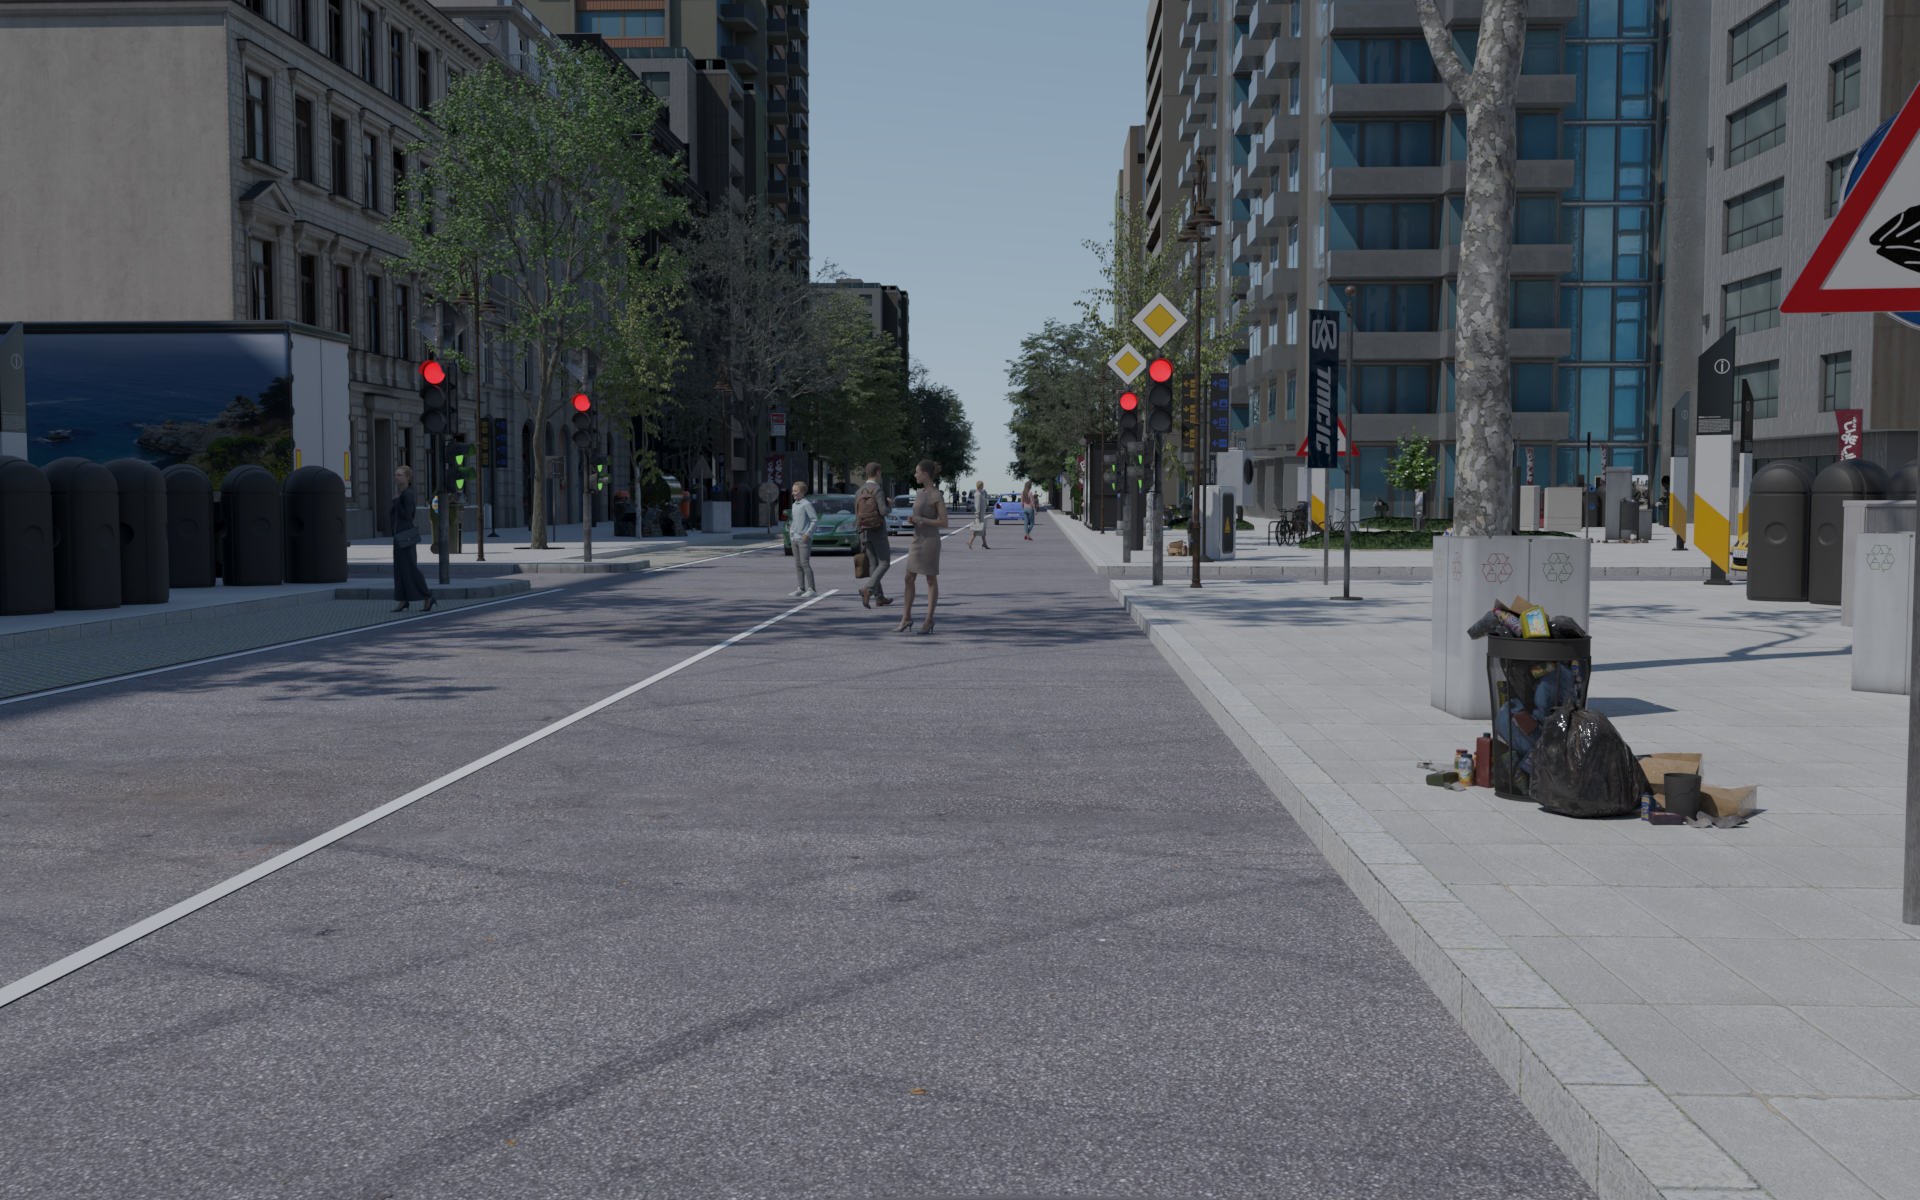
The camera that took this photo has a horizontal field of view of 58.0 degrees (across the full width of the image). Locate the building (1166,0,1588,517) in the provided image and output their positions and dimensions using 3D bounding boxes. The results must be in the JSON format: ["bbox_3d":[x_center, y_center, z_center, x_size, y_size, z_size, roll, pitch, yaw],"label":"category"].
[{"bbox_3d":[27.345,-30.787,122.984,23.786,49.044,30.456,0,4,2],"label":"building"}]

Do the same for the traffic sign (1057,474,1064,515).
[{"bbox_3d":[6.283,-6.448,105.525,0.768,2.556,0.104,1,4,11],"label":"traffic sign"}]

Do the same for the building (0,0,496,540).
[{"bbox_3d":[-21.605,-11.365,50.441,10.561,19.102,19.286,0,4,2],"label":"building"}]

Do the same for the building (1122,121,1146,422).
[{"bbox_3d":[26.611,-33.995,205.934,14.600,45.320,14.200,0,4,2],"label":"building"}]

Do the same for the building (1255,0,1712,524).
[{"bbox_3d":[25.811,-28.555,86.477,23.786,49.044,30.456,0,4,2],"label":"building"}]

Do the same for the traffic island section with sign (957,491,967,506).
[{"bbox_3d":[0.607,-12.610,214.799,1.989,1.847,2.006,0,4,2],"label":"traffic island section with sign"}]

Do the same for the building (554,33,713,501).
[{"bbox_3d":[-20.762,-16.035,91.850,12.332,23.373,15.834,0,4,2],"label":"building"}]

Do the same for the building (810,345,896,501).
[{"bbox_3d":[-22.959,-22.643,215.254,27.650,21.520,28.899,0,4,2],"label":"building"}]

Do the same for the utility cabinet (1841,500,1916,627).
[{"bbox_3d":[9.087,-0.346,16.825,1.020,1.237,0.306,-1,4,-17],"label":"utility cabinet"}]

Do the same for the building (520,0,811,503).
[{"bbox_3d":[-23.822,-29.507,137.069,22.147,44.769,28.867,0,4,2],"label":"building"}]

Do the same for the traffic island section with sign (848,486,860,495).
[{"bbox_3d":[-4.978,-4.495,82.127,1.989,1.847,2.006,0,4,2],"label":"traffic island section with sign"}]

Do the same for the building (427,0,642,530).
[{"bbox_3d":[-22.312,-14.082,72.035,13.314,21.916,24.055,0,4,2],"label":"building"}]

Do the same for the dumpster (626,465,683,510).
[{"bbox_3d":[-10.045,-3.330,56.943,1.502,2.255,1.985,0,4,2],"label":"dumpster"}]

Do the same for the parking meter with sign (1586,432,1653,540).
[{"bbox_3d":[18.365,-3.178,48.220,1.738,3.016,0.543,1,4,22],"label":"parking meter with sign"}]

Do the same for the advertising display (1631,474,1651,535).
[{"bbox_3d":[21.361,-3.036,54.856,0.123,1.923,0.974,-3,5,-43],"label":"advertising display"}]

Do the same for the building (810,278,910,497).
[{"bbox_3d":[-14.390,-28.434,236.589,14.160,30.474,14.107,0,4,2],"label":"building"}]

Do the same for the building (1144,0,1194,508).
[{"bbox_3d":[27.258,-32.129,149.005,21.300,48.544,21.600,0,4,2],"label":"building"}]

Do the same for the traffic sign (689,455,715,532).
[{"bbox_3d":[-8.637,-3.544,57.952,0.884,2.594,0.081,0,4,8],"label":"traffic sign"}]

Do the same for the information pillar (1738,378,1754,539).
[{"bbox_3d":[15.973,-2.683,35.215,0.183,3.616,0.504,3,5,43],"label":"information pillar"}]

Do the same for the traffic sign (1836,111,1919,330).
[{"bbox_3d":[3.186,-0.336,5.598,0.768,2.556,0.104,0,4,5],"label":"traffic sign"}]

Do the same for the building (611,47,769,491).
[{"bbox_3d":[-20.906,-21.053,115.917,14.160,30.474,14.107,0,4,2],"label":"building"}]

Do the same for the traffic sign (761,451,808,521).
[{"bbox_3d":[-8.343,-5.407,82.283,2.265,3.308,0.079,1,4,9],"label":"traffic sign"}]

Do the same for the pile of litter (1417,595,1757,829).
[{"bbox_3d":[2.656,0.399,7.444,1.176,0.858,1.719,0,4,-5],"label":"pile of litter"}]

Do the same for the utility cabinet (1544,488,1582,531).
[{"bbox_3d":[20.385,-3.051,58.559,1.173,1.500,0.318,0,4,-3],"label":"utility cabinet"}]

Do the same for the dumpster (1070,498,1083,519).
[{"bbox_3d":[6.286,-5.101,89.165,1.264,1.857,1.865,0,4,2],"label":"dumpster"}]

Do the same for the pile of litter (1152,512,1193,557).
[{"bbox_3d":[4.801,-1.348,36.013,1.719,0.858,1.176,0,4,2],"label":"pile of litter"}]

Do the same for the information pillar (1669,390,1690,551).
[{"bbox_3d":[16.239,-2.919,39.080,0.504,3.616,0.183,-2,4,-28],"label":"information pillar"}]

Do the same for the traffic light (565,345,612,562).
[{"bbox_3d":[-7.010,-2.671,32.594,0.839,4.253,0.868,0,4,2],"label":"traffic light"}]

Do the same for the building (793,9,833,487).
[{"bbox_3d":[-22.588,-44.200,160.926,20.563,71.187,20.611,0,4,2],"label":"building"}]

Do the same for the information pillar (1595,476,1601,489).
[{"bbox_3d":[26.253,-4.078,71.169,0.304,2.012,0.304,2,4,31],"label":"information pillar"}]

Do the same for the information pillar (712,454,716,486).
[{"bbox_3d":[-14.443,-6.750,101.717,0.183,3.616,0.504,-2,4,-33],"label":"information pillar"}]

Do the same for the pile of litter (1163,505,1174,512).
[{"bbox_3d":[8.380,-3.380,69.225,1.719,0.858,1.176,3,5,40],"label":"pile of litter"}]

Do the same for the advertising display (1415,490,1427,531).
[{"bbox_3d":[13.886,-2.877,52.251,0.123,1.923,0.974,0,4,0],"label":"advertising display"}]

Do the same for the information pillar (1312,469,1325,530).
[{"bbox_3d":[10.216,-3.525,48.983,0.504,3.616,0.183,1,4,19],"label":"information pillar"}]

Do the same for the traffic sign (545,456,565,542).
[{"bbox_3d":[-10.914,-2.715,46.523,0.606,2.300,0.079,0,4,3],"label":"traffic sign"}]

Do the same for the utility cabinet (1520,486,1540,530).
[{"bbox_3d":[14.962,-2.316,46.548,0.318,1.500,1.173,-3,5,-41],"label":"utility cabinet"}]

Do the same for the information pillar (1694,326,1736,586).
[{"bbox_3d":[10.628,-2.020,24.374,0.504,3.616,0.183,3,5,39],"label":"information pillar"}]

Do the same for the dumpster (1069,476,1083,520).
[{"bbox_3d":[6.144,-5.067,85.339,1.502,2.255,1.985,0,4,3],"label":"dumpster"}]

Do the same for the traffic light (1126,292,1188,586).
[{"bbox_3d":[2.758,-2.158,24.208,0.839,4.253,0.868,0,4,2],"label":"traffic light"}]

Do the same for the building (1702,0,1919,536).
[{"bbox_3d":[29.608,-16.781,46.067,14.107,30.474,14.160,0,4,2],"label":"building"}]

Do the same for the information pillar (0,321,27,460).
[{"bbox_3d":[-12.748,-1.955,23.314,0.183,3.616,0.504,1,4,10],"label":"information pillar"}]

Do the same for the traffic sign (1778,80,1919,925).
[{"bbox_3d":[2.853,-0.312,5.102,0.884,2.594,0.081,0,4,8],"label":"traffic sign"}]

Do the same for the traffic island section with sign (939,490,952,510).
[{"bbox_3d":[-1.721,-9.236,159.635,1.989,1.847,2.006,0,4,2],"label":"traffic island section with sign"}]

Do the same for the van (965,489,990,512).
[{"bbox_3d":[1.399,-8.039,138.456,2.013,2.044,4.112,0,4,3],"label":"van"}]

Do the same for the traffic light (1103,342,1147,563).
[{"bbox_3d":[3.093,-2.646,32.187,0.839,4.253,0.868,0,4,2],"label":"traffic light"}]

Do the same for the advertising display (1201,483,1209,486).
[{"bbox_3d":[14.772,-6.080,104.618,0.974,1.923,0.123,-2,4,-26],"label":"advertising display"}]

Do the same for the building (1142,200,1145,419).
[{"bbox_3d":[24.581,-24.213,167.580,14.160,30.474,14.107,0,4,2],"label":"building"}]

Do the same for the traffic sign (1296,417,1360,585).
[{"bbox_3d":[5.150,-1.486,24.307,0.884,2.594,0.081,0,4,4],"label":"traffic sign"}]

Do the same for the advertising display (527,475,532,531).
[{"bbox_3d":[-14.949,-3.359,60.141,0.123,1.923,0.974,-1,4,-14],"label":"advertising display"}]

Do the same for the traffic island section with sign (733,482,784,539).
[{"bbox_3d":[-6.106,-2.848,55.196,1.989,1.847,2.006,0,4,2],"label":"traffic island section with sign"}]

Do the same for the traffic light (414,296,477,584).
[{"bbox_3d":[-7.345,-2.183,24.616,0.839,4.253,0.868,0,4,2],"label":"traffic light"}]
